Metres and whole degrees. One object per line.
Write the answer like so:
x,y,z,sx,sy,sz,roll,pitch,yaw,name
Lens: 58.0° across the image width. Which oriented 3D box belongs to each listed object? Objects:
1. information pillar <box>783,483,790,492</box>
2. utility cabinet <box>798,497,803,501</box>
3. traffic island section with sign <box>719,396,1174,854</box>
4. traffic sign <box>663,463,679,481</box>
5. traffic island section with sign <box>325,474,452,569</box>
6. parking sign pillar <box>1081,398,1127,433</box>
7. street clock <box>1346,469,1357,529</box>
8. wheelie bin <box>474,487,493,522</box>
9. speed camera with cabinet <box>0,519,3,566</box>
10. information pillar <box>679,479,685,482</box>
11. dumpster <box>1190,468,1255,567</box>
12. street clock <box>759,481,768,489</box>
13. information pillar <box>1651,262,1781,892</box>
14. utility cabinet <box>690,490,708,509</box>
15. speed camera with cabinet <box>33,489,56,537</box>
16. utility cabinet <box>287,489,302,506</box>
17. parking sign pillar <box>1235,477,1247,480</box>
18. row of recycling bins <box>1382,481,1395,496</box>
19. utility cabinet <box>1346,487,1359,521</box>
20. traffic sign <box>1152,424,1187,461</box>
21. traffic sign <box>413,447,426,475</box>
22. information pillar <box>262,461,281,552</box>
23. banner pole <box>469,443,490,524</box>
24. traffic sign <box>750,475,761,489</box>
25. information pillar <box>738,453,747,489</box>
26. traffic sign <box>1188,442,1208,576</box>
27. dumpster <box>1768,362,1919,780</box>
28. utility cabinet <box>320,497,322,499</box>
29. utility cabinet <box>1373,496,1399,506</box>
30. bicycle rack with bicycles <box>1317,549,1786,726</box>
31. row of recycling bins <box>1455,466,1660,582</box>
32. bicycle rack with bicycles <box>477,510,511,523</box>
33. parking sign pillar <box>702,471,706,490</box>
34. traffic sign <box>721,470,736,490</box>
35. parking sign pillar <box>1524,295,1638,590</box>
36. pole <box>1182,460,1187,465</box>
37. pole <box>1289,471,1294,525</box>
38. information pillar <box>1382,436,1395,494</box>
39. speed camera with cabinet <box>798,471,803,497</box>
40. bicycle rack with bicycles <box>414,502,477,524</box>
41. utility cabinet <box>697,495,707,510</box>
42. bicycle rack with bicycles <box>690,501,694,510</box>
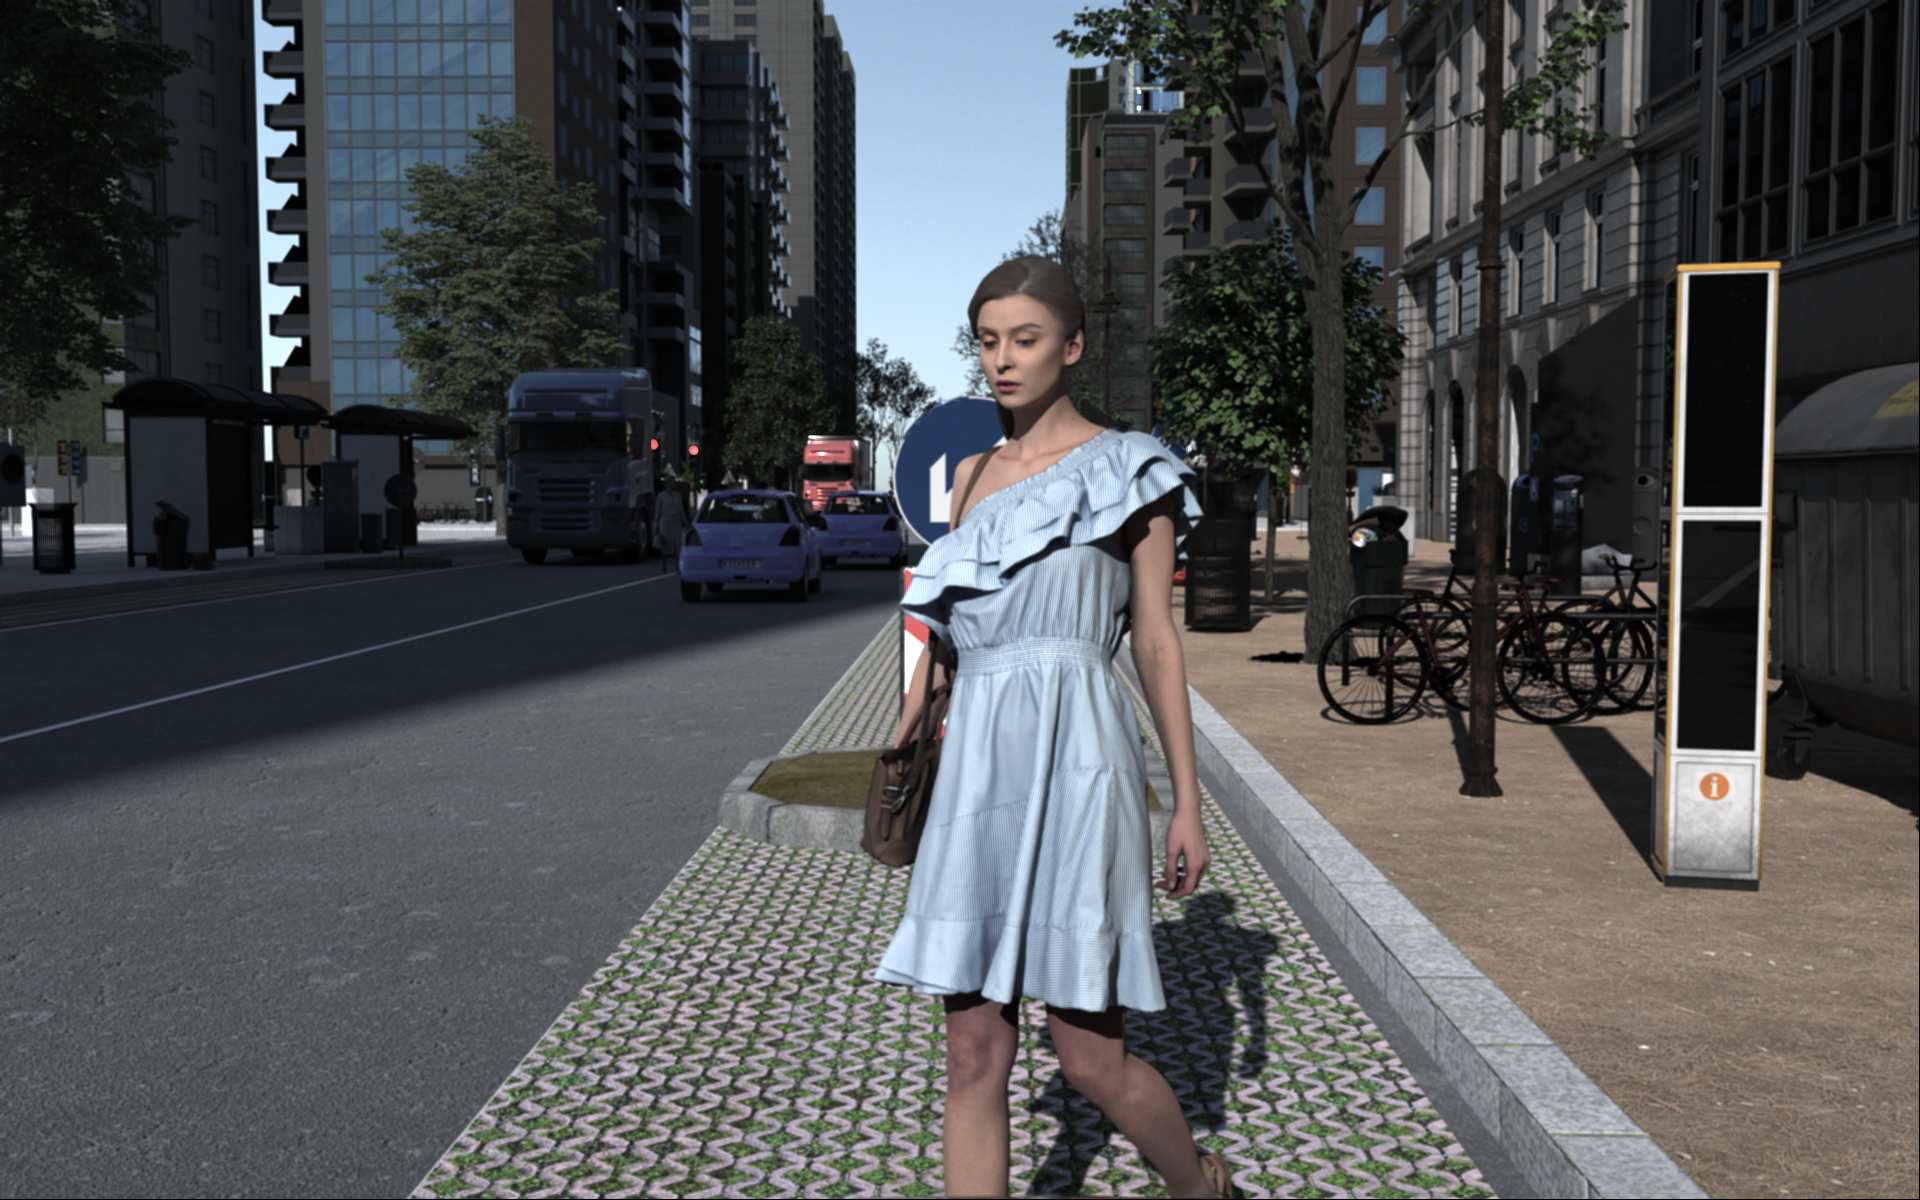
-11.523,-6.764,115.083,0.304,2.012,0.304,3,5,40,information pillar
-12.673,-7.561,134.791,0.306,1.237,1.020,3,4,36,utility cabinet
-0.031,0.050,7.807,1.989,1.847,2.006,0,4,1,traffic island section with sign
-12.010,-4.371,71.464,0.884,2.594,0.081,0,4,3,traffic sign
-11.060,-1.539,33.795,1.989,1.847,2.006,0,4,1,traffic island section with sign
4.063,-3.677,48.590,1.447,3.967,1.447,-1,4,-9,parking sign pillar
11.444,-2.831,50.864,0.358,2.002,0.471,-1,4,-10,street clock
-21.846,-4.377,79.476,0.980,1.594,0.693,1,4,13,wheelie bin
-17.140,-2.182,30.006,0.660,3.252,2.038,1,4,10,speed camera with cabinet
-15.261,-5.518,94.703,0.304,2.012,0.304,2,4,26,information pillar
4.306,-1.452,29.499,1.264,1.857,1.865,0,4,1,dumpster
-11.316,-5.815,99.642,0.471,2.002,0.358,1,4,15,street clock
2.475,-0.074,5.698,0.304,2.012,0.304,1,4,14,information pillar
-14.120,-5.149,92.872,1.173,1.500,0.318,-3,4,-36,utility cabinet
-27.978,-3.531,52.060,2.038,3.252,0.660,3,4,38,speed camera with cabinet
-28.984,-4.082,75.425,0.318,1.500,1.173,-3,4,-36,utility cabinet
13.525,-5.955,85.835,1.447,3.967,1.447,-1,4,-13,parking sign pillar
14.472,-3.051,56.995,1.069,1.692,3.534,1,4,18,row of recycling bins
12.023,-2.820,54.788,1.173,1.500,0.318,-1,4,-22,utility cabinet
3.465,-1.703,27.949,0.768,2.556,0.104,0,4,7,traffic sign
-14.657,-2.826,46.312,0.768,2.556,0.104,0,4,4,traffic sign
-15.365,-2.093,38.712,0.304,2.012,0.304,0,4,-4,information pillar
-20.609,-5.149,74.209,0.863,3.779,0.401,0,4,-1,banner pole
-13.498,-6.991,114.416,0.768,2.556,0.104,1,4,11,traffic sign
-12.476,-6.607,99.384,0.504,3.616,0.183,-1,4,-11,information pillar
3.856,-1.531,27.156,0.606,2.300,0.079,0,4,3,traffic sign
4.227,-0.076,7.009,1.264,1.857,1.865,0,4,1,dumpster
-19.650,-2.631,54.177,0.306,1.237,1.020,2,4,27,utility cabinet
13.436,-2.637,54.272,0.306,1.237,1.020,-3,5,-40,utility cabinet
3.538,0.176,10.502,2.925,0.926,2.852,0,4,6,bicycle rack with bicycles
9.217,-1.191,26.585,1.069,1.692,3.534,-3,5,-42,row of recycling bins
-13.400,-2.521,54.606,2.852,0.926,2.925,0,4,-4,bicycle rack with bicycles
-21.399,-9.355,141.430,1.447,3.967,1.447,-3,5,-40,parking sign pillar
-12.245,-5.612,91.753,0.884,2.594,0.081,0,4,7,traffic sign
8.525,-2.157,23.747,1.447,3.967,1.447,0,4,-1,parking sign pillar
7.048,-3.710,54.497,0.158,3.312,0.155,0,3,0,pole
13.665,-4.735,71.258,0.158,3.312,0.155,0,3,0,pole
17.338,-4.809,69.980,0.504,3.616,0.183,2,4,26,information pillar
-12.653,-8.480,132.976,2.038,3.252,0.660,-2,4,-32,speed camera with cabinet
-22.266,-3.794,75.406,2.925,0.926,2.852,3,4,36,bicycle rack with bicycles
-12.027,-4.371,82.634,1.020,1.237,0.306,0,4,7,utility cabinet
-13.267,-4.543,87.663,2.925,0.926,2.852,-1,4,-12,bicycle rack with bicycles
